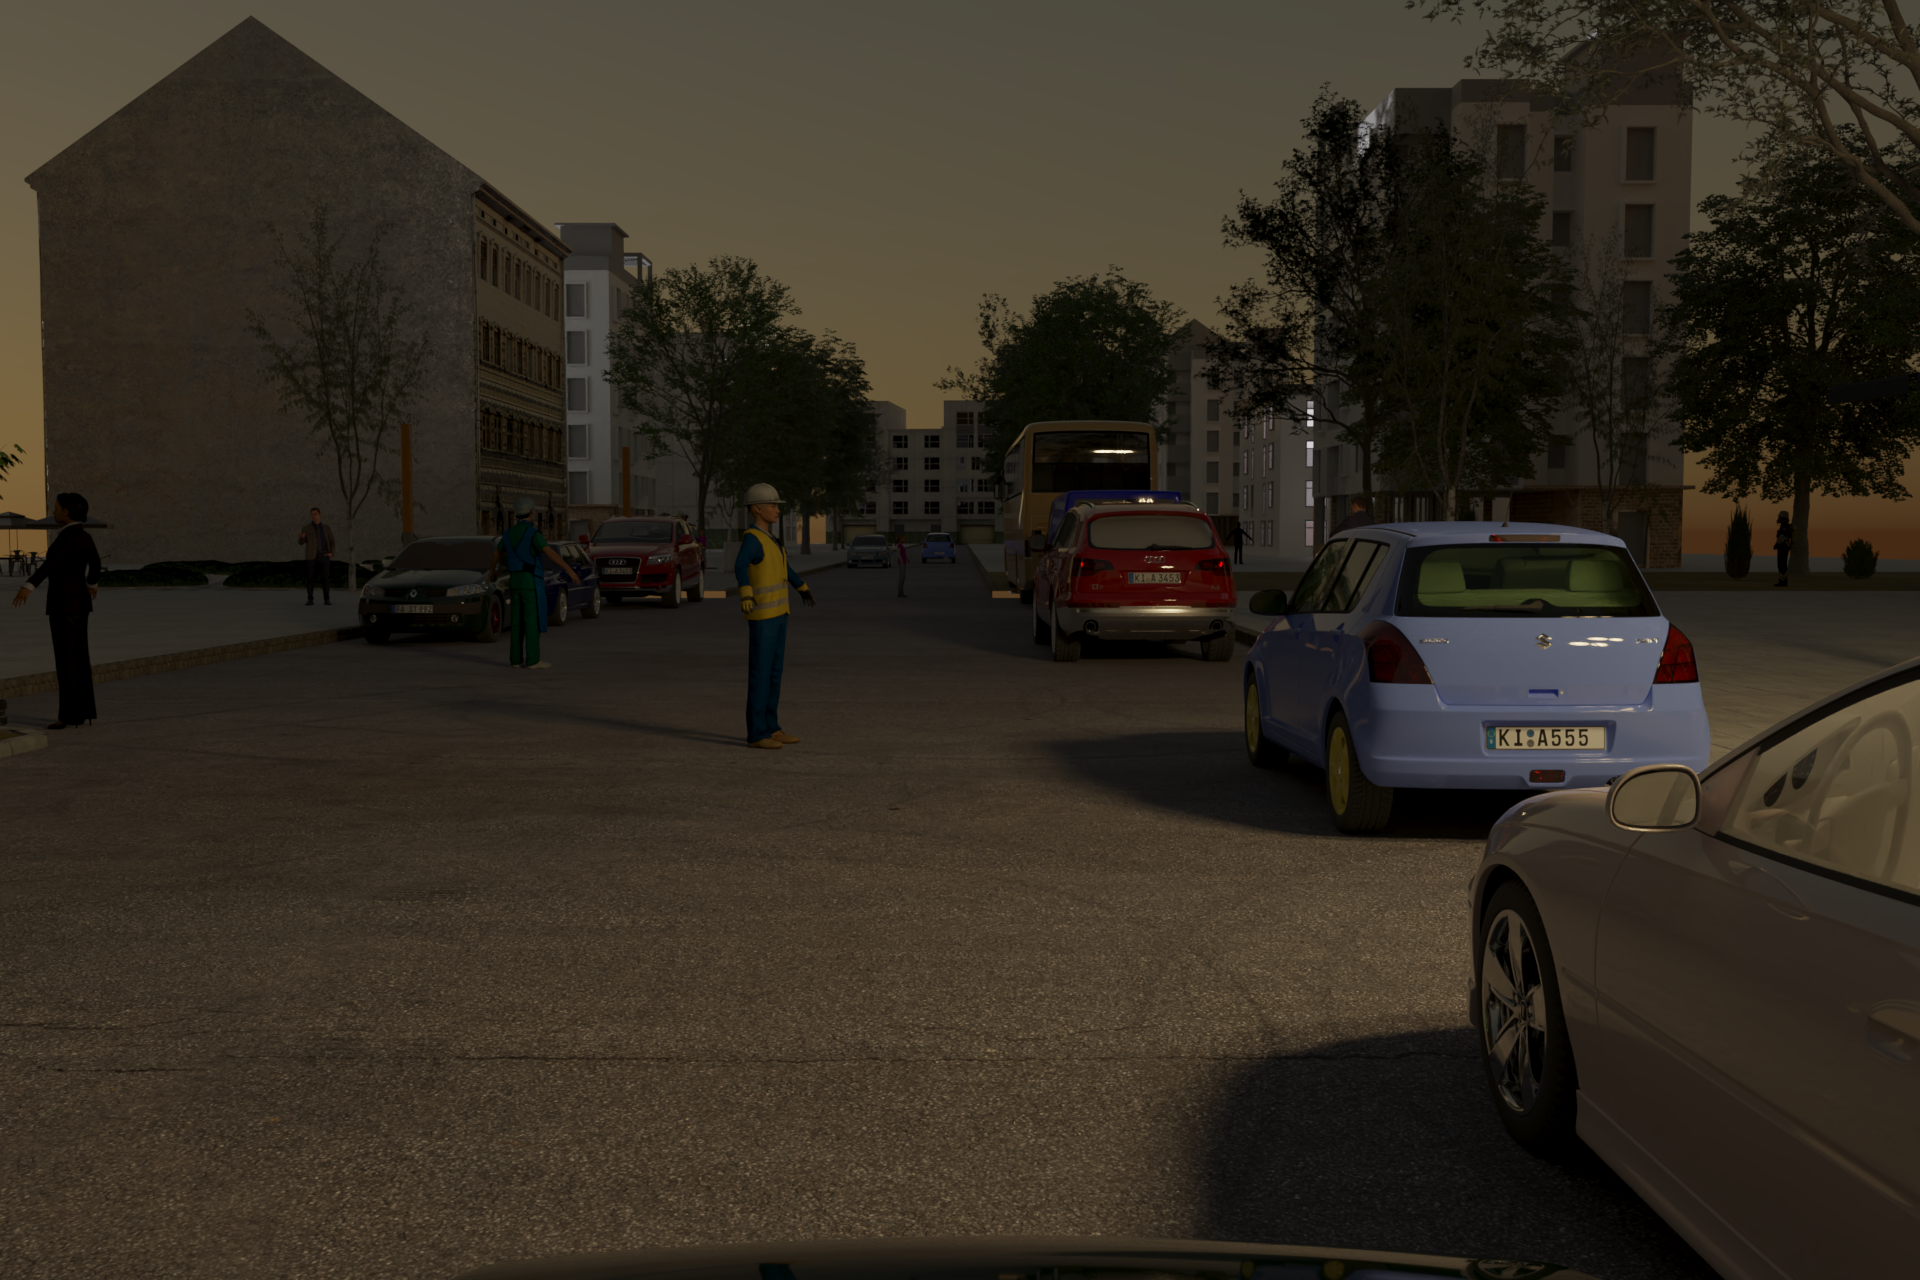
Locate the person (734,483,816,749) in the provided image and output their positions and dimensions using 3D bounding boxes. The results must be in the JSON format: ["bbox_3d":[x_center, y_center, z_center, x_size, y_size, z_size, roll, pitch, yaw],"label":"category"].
[{"bbox_3d":[-1.236,-0.168,11.675,0.721,1.772,1.216,1,4,15],"label":"person"}]

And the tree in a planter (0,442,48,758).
[{"bbox_3d":[-7.133,-0.847,11.078,1.991,3.239,1.994,0,4,0],"label":"tree in a planter"}]

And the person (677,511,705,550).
[{"bbox_3d":[-6.589,-2.149,41.103,1.349,1.833,0.705,3,4,38],"label":"person"}]

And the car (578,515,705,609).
[{"bbox_3d":[-6.433,-1.610,35.004,2.281,1.827,5.304,0,4,0],"label":"car"}]

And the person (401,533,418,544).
[{"bbox_3d":[-22.225,-3.904,69.957,1.348,1.813,0.705,3,5,40],"label":"person"}]

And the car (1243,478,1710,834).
[{"bbox_3d":[2.633,0.000,9.585,1.945,1.707,3.694,0,4,0],"label":"car"}]

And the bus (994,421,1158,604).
[{"bbox_3d":[2.386,-2.873,38.520,2.896,3.916,12.252,0,4,-1],"label":"bus"}]

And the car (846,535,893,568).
[{"bbox_3d":[-3.844,-3.789,73.959,2.014,1.417,4.499,0,4,0],"label":"car"}]

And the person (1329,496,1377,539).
[{"bbox_3d":[4.961,-0.958,22.160,0.683,1.767,0.568,-2,4,-24],"label":"person"}]

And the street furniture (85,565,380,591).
[{"bbox_3d":[-15.622,-1.621,42.126,10.072,0.657,5.734,1,4,16],"label":"street furniture"}]

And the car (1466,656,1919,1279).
[{"bbox_3d":[2.207,0.597,2.599,2.083,1.381,4.827,0,4,0],"label":"car"}]

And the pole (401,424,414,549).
[{"bbox_3d":[-10.236,-2.340,32.109,0.158,3.312,0.155,0,3,0],"label":"pole"}]

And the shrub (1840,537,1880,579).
[{"bbox_3d":[25.740,-2.350,49.541,1.383,1.207,1.383,0,3,0],"label":"shrub"}]

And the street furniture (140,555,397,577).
[{"bbox_3d":[-20.656,-2.310,53.387,10.072,0.657,5.734,3,5,43],"label":"street furniture"}]

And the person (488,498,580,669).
[{"bbox_3d":[-4.614,-0.607,18.507,1.347,1.817,0.704,2,4,33],"label":"person"}]

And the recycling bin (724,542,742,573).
[{"bbox_3d":[-7.486,-2.771,57.861,0.722,1.027,0.722,0,4,1],"label":"recycling bin"}]

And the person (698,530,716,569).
[{"bbox_3d":[-9.338,-3.275,62.810,0.991,1.433,0.599,-1,4,-17],"label":"person"}]

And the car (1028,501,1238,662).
[{"bbox_3d":[2.007,-0.752,20.963,2.281,1.827,5.304,0,4,-1],"label":"car"}]

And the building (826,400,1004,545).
[{"bbox_3d":[-1.236,-22.417,235.427,31.486,18.905,16.747,0,4,6],"label":"building"}]

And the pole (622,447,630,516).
[{"bbox_3d":[-7.814,-2.860,40.606,0.158,3.312,0.155,0,3,0],"label":"pole"}]

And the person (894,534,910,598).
[{"bbox_3d":[-1.256,-1.675,39.116,0.599,1.433,0.991,0,4,8],"label":"person"}]

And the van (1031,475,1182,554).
[{"bbox_3d":[2.279,-1.355,26.543,2.240,2.365,5.245,0,3,0],"label":"van"}]

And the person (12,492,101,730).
[{"bbox_3d":[-6.656,-0.222,12.811,0.721,1.740,1.216,0,4,-4],"label":"person"}]

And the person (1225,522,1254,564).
[{"bbox_3d":[11.853,-4.122,73.612,1.346,1.802,0.704,2,4,33],"label":"person"}]

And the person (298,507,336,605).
[{"bbox_3d":[-11.516,-1.495,31.015,0.617,1.759,0.750,-1,4,-17],"label":"person"}]

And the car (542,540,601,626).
[{"bbox_3d":[-7.018,-0.952,28.141,1.945,1.354,3.894,0,4,0],"label":"car"}]

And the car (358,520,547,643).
[{"bbox_3d":[-6.970,-0.873,24.053,2.009,1.686,4.222,0,3,0],"label":"car"}]

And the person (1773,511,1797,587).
[{"bbox_3d":[20.111,-2.239,42.385,0.705,1.856,1.354,2,4,31],"label":"person"}]

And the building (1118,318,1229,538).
[{"bbox_3d":[23.794,-21.717,185.997,19.493,23.208,18.063,0,4,0],"label":"building"}]

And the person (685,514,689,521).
[{"bbox_3d":[-7.107,-2.351,44.372,0.705,1.837,1.347,-1,4,-11],"label":"person"}]

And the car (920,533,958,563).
[{"bbox_3d":[-1.046,-4.672,85.977,1.945,1.707,3.694,0,4,0],"label":"car"}]
